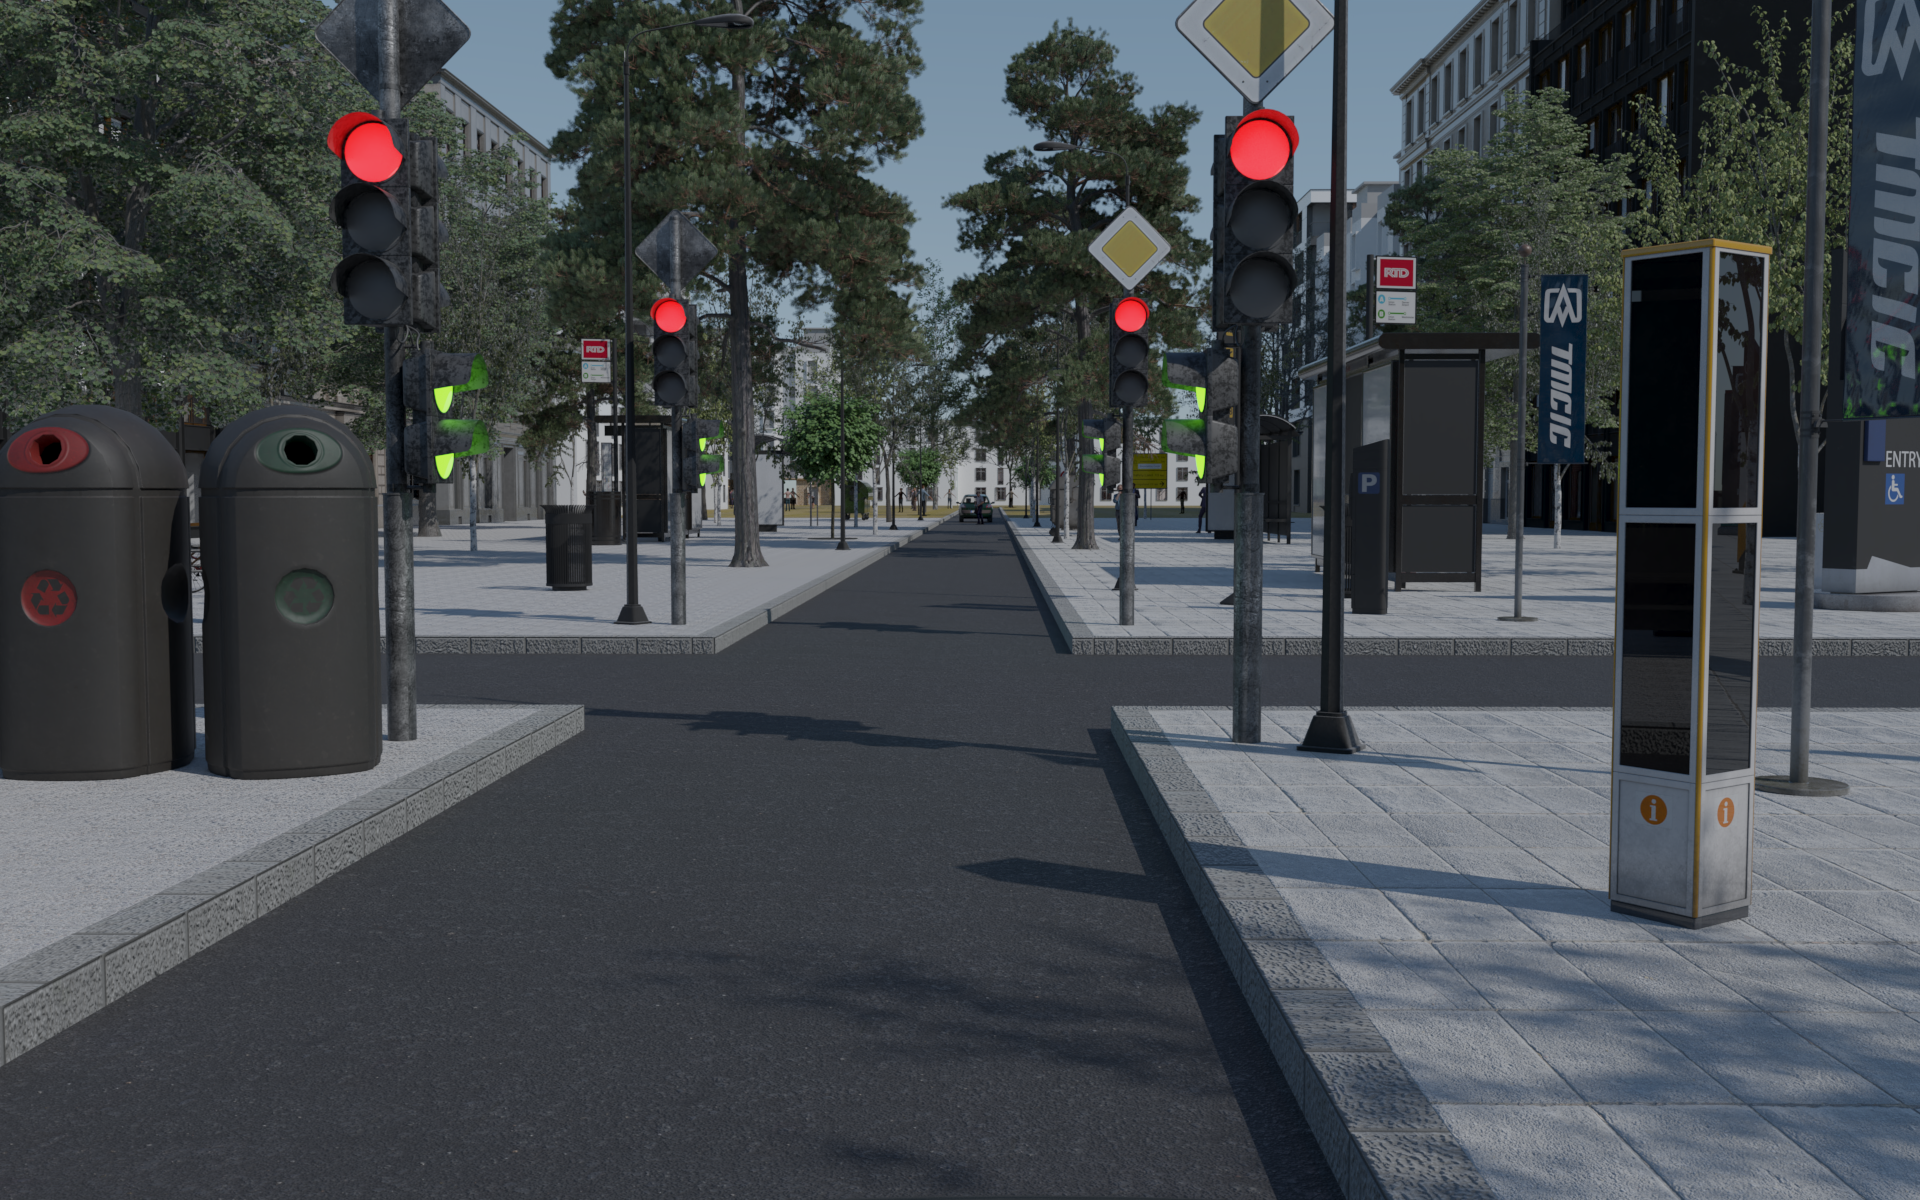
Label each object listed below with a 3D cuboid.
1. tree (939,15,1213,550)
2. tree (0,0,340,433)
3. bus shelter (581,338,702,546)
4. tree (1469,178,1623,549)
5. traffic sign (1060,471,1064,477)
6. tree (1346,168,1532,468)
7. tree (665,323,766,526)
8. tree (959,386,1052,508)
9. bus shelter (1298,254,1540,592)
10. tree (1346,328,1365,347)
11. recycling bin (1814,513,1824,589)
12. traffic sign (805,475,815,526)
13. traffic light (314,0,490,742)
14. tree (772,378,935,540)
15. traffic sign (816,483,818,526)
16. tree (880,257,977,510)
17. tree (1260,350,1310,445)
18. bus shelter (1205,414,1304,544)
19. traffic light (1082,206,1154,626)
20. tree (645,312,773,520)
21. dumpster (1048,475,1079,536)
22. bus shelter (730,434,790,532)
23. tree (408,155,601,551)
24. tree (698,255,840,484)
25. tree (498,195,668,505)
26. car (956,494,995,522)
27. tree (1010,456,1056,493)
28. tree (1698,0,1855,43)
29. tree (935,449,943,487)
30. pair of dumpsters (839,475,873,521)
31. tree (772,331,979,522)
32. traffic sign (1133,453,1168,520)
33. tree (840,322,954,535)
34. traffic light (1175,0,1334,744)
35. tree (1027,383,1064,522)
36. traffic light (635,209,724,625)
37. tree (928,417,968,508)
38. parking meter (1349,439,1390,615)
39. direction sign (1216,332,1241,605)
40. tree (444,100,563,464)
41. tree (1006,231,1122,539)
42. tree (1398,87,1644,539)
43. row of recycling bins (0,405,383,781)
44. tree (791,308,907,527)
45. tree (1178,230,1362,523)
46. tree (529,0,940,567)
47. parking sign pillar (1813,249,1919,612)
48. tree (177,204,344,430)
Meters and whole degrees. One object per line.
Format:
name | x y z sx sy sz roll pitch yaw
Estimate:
tree | 2.901 -7.197 39.734 6.751 12.117 7.091 0 3 0
tree | -14.738 -7.563 30.306 9.857 13.997 8.962 0 3 0
bus shelter | -8.626 -4.263 47.339 2.179 5.291 8.768 0 4 1
tree | 13.946 -5.495 40.199 4.360 8.622 3.978 0 3 0
traffic sign | 5.615 -5.537 90.644 0.768 2.556 0.104 1 4 9
tree | 16.010 -8.302 57.799 6.751 12.117 7.091 0 3 0
tree | -11.054 -7.719 76.571 4.737 8.622 4.395 0 3 0
tree | 4.902 -15.605 165.508 12.009 13.543 11.850 0 3 0
bus shelter | 6.583 -3.006 26.785 2.179 5.291 8.768 0 4 1
tree | 16.295 -7.131 66.952 4.360 8.622 3.978 0 3 0
recycling bin | 11.680 -0.627 22.803 0.722 1.027 0.722 3 5 44
traffic sign | -5.969 -4.230 69.274 0.768 2.556 0.104 0 4 6
traffic light | -2.894 -1.204 8.924 0.839 4.213 0.868 0 4 1
tree | -3.695 -4.000 49.119 4.285 4.588 4.351 0 3 0
traffic sign | -5.747 -4.267 69.776 0.884 2.594 0.081 1 4 10
tree | -2.993 -17.465 141.437 12.611 20.169 13.585 0 3 0
tree | 15.086 -8.340 86.726 4.737 8.622 4.395 0 3 0
bus shelter | 7.718 -3.222 46.600 2.014 3.302 5.546 0 4 1
traffic light | 1.614 -1.688 16.843 0.839 4.213 0.868 0 4 1
tree | -12.653 -9.261 85.829 8.767 10.594 7.601 0 4 -7
dumpster | 3.351 -2.895 53.090 1.264 1.857 1.865 0 4 1
bus shelter | -6.684 -4.109 61.103 2.014 3.302 5.546 0 4 1
tree | -10.744 -5.410 38.816 4.360 8.622 3.978 0 3 0
tree | -5.367 -5.640 42.570 4.360 8.622 3.978 0 3 0
tree | -13.429 -8.617 62.942 6.751 12.117 7.091 0 3 0
car | 0.798 -4.837 88.875 2.009 1.686 4.222 0 3 0
tree | 5.220 -8.498 122.657 4.285 4.588 4.351 0 3 0
tree | 12.835 -4.617 25.850 4.737 8.622 4.395 0 3 0
tree | -2.476 -7.427 105.137 4.285 4.588 4.351 0 3 0
pair of dumpsters | -5.149 -5.080 85.552 1.574 2.255 4.436 0 4 1
tree | -3.148 -8.818 78.592 8.767 10.594 7.601 1 4 8
traffic sign | 9.158 -5.630 85.917 2.265 3.308 0.079 1 4 9
tree | -2.494 -6.345 54.111 4.360 8.622 3.978 0 3 0
traffic light | 1.467 -1.200 8.860 0.839 4.213 0.868 0 4 1
tree | 3.628 -7.873 79.085 4.737 8.622 4.395 0 3 0
traffic light | -2.747 -1.692 16.908 0.839 4.213 0.868 0 4 1
tree | -0.971 -12.476 154.347 4.737 8.622 4.395 0 3 0
parking meter | 4.373 -0.784 18.524 0.399 1.863 0.255 1 4 23
direction sign | 3.211 -1.715 20.035 0.379 3.537 0.876 3 5 42
tree | -15.950 -8.866 51.612 9.857 13.997 8.962 0 3 0
tree | 3.286 -6.050 49.280 4.360 8.622 3.978 0 3 0
tree | 15.747 -7.978 48.564 7.486 12.596 7.792 0 3 0
row of recycling bins | -4.499 -0.054 7.998 3.534 1.692 1.069 0 4 -8
tree | -4.251 -7.105 66.536 4.737 8.622 4.395 0 3 0
tree | 14.132 -10.166 76.586 12.009 13.543 11.850 0 3 0
tree | -4.030 -7.500 30.054 7.806 13.903 7.818 0 3 0
parking sign pillar | 10.287 -1.891 19.383 1.447 3.967 1.447 -2 4 -29
tree | -16.956 -5.607 42.036 4.360 8.622 3.978 0 3 0
